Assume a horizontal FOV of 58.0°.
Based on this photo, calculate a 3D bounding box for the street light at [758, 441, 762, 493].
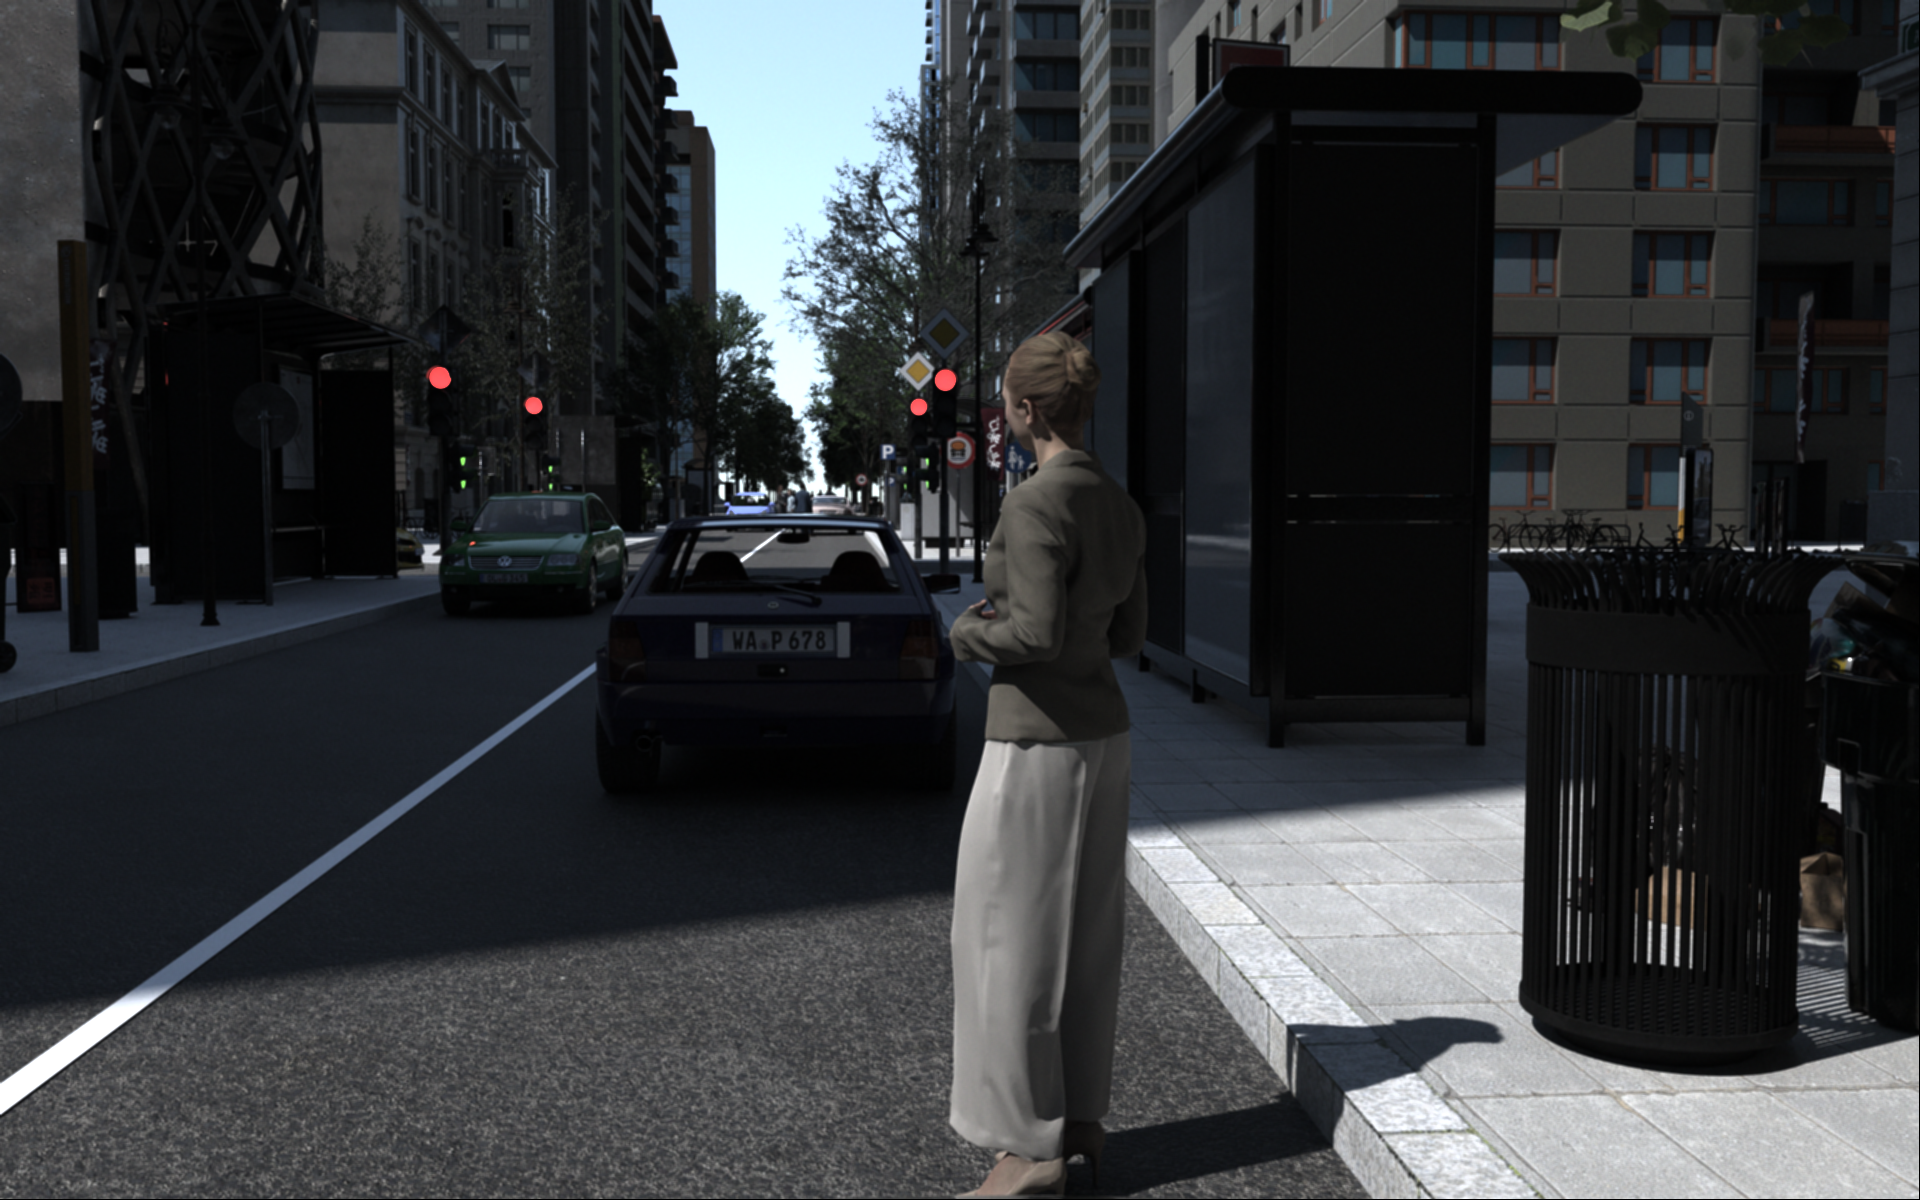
[{"bbox_3d":[-16.639,-10.449,143.621,0.468,5.910,1.993,0,4,-4],"label":"street light"}]

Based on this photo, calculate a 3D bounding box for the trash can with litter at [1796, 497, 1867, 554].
[{"bbox_3d":[18.789,-1.608,37.346,2.233,1.210,1.678,1,4,14],"label":"trash can with litter"}]

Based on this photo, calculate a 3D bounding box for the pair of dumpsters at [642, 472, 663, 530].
[{"bbox_3d":[-11.638,-3.655,62.257,1.574,2.255,4.437,0,4,-4],"label":"pair of dumpsters"}]

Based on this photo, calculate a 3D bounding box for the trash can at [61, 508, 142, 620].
[{"bbox_3d":[-8.842,-0.381,17.881,0.748,1.137,0.748,0,3,0],"label":"trash can"}]

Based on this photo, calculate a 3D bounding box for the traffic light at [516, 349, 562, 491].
[{"bbox_3d":[-8.183,-2.732,33.596,0.839,4.253,0.868,0,4,-4],"label":"traffic light"}]

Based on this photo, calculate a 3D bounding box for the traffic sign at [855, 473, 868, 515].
[{"bbox_3d":[-6.063,-6.531,106.880,0.768,2.556,0.104,0,4,2],"label":"traffic sign"}]

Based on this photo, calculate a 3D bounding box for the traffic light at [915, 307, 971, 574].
[{"bbox_3d":[-0.257,-2.279,26.187,0.839,4.253,0.868,0,4,-4],"label":"traffic light"}]

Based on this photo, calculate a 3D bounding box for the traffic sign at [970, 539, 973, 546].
[{"bbox_3d":[0.286,-2.590,42.358,0.884,2.594,0.081,0,4,-1],"label":"traffic sign"}]

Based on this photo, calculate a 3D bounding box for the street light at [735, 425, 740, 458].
[{"bbox_3d":[-14.225,-8.402,110.161,0.468,5.910,1.993,0,4,-4],"label":"street light"}]

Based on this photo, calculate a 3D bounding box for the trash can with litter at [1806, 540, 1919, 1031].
[{"bbox_3d":[2.655,0.435,4.275,1.055,1.170,0.624,0,4,-3],"label":"trash can with litter"}]

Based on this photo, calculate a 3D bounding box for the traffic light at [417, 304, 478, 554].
[{"bbox_3d":[-7.597,-2.245,25.633,0.839,4.253,0.868,0,4,-4],"label":"traffic light"}]

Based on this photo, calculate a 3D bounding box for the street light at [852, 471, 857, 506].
[{"bbox_3d":[-8.955,-10.875,150.588,0.468,5.910,1.993,0,4,-4],"label":"street light"}]

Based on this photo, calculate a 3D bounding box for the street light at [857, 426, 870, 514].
[{"bbox_3d":[-6.552,-8.860,117.655,0.468,5.910,1.993,0,4,-4],"label":"street light"}]

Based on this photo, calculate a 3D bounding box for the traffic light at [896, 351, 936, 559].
[{"bbox_3d":[-0.843,-2.766,34.150,0.839,4.253,0.868,0,4,-4],"label":"traffic light"}]

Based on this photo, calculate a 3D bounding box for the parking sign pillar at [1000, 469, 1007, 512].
[{"bbox_3d":[2.294,-6.146,88.958,1.447,3.967,1.447,3,5,41],"label":"parking sign pillar"}]

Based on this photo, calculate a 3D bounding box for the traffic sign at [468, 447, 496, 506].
[{"bbox_3d":[-10.393,-2.172,37.646,0.606,2.300,0.079,0,4,1],"label":"traffic sign"}]

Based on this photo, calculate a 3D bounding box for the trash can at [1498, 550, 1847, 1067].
[{"bbox_3d":[1.642,0.464,4.063,0.748,1.137,0.748,0,3,0],"label":"trash can"}]

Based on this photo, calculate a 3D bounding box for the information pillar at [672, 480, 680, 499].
[{"bbox_3d":[-15.022,-5.327,91.580,0.304,2.012,0.304,1,4,21],"label":"information pillar"}]

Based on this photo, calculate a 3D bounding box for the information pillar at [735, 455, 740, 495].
[{"bbox_3d":[-13.232,-6.825,102.951,0.183,3.616,0.504,-2,4,-32],"label":"information pillar"}]

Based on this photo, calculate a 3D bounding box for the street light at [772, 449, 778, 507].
[{"bbox_3d":[-19.201,-12.518,177.458,0.468,5.910,1.993,0,4,-4],"label":"street light"}]

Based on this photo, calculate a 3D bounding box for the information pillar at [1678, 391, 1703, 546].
[{"bbox_3d":[16.624,-2.941,39.435,0.504,3.616,0.183,0,4,-2],"label":"information pillar"}]

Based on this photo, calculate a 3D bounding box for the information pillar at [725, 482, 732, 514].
[{"bbox_3d":[-13.867,-6.066,103.672,0.304,2.012,0.304,-3,5,-39],"label":"information pillar"}]

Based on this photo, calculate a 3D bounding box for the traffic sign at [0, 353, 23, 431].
[{"bbox_3d":[-8.484,-0.911,15.002,0.768,2.556,0.104,0,4,5],"label":"traffic sign"}]

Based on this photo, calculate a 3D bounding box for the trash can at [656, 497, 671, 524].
[{"bbox_3d":[-12.640,-3.785,73.546,0.748,1.137,0.748,0,3,0],"label":"trash can"}]

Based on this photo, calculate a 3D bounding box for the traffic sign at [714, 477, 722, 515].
[{"bbox_3d":[-15.143,-6.511,107.642,0.795,2.450,0.064,0,4,-3],"label":"traffic sign"}]

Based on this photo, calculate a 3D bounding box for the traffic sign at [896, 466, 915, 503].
[{"bbox_3d":[-1.948,-3.882,63.571,0.768,2.556,0.104,0,4,2],"label":"traffic sign"}]

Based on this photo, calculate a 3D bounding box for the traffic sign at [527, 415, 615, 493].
[{"bbox_3d":[-10.065,-3.116,44.811,2.265,3.308,0.079,0,4,-1],"label":"traffic sign"}]

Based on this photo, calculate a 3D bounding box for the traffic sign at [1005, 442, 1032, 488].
[{"bbox_3d":[1.377,-2.599,42.592,0.768,2.556,0.104,0,4,0],"label":"traffic sign"}]

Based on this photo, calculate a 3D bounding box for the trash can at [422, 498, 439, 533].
[{"bbox_3d":[-17.547,-2.820,57.754,0.748,1.137,0.748,0,3,0],"label":"trash can"}]

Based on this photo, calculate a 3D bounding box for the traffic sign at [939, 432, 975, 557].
[{"bbox_3d":[-0.039,-2.157,35.369,0.768,2.556,0.104,0,4,0],"label":"traffic sign"}]

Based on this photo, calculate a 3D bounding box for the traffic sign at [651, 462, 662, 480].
[{"bbox_3d":[-12.368,-4.249,69.572,0.768,2.556,0.104,0,4,1],"label":"traffic sign"}]

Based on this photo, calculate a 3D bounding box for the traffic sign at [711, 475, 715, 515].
[{"bbox_3d":[-15.556,-6.629,108.482,0.768,2.556,0.104,0,4,-3],"label":"traffic sign"}]

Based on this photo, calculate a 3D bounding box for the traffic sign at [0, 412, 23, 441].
[{"bbox_3d":[-9.479,-0.957,16.832,0.795,2.450,0.064,0,4,4],"label":"traffic sign"}]

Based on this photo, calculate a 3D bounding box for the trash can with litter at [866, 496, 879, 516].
[{"bbox_3d":[-4.546,-4.698,88.194,0.624,1.170,1.055,-2,4,-33],"label":"trash can with litter"}]

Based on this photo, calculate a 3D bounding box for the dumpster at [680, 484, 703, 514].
[{"bbox_3d":[-15.044,-5.583,97.032,1.264,1.857,1.865,0,4,-4],"label":"dumpster"}]

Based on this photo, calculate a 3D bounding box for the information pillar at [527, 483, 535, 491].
[{"bbox_3d":[-18.460,-4.298,74.760,0.304,2.012,0.304,1,4,12],"label":"information pillar"}]

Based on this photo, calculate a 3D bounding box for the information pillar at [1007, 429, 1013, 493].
[{"bbox_3d":[1.739,-4.201,60.041,0.183,3.616,0.504,1,4,21],"label":"information pillar"}]

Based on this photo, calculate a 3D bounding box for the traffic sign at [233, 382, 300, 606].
[{"bbox_3d":[-7.928,-1.205,19.808,0.768,2.556,0.104,0,4,1],"label":"traffic sign"}]

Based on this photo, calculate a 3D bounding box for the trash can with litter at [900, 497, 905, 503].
[{"bbox_3d":[-2.362,-3.669,71.381,0.624,1.170,1.055,1,4,20],"label":"trash can with litter"}]

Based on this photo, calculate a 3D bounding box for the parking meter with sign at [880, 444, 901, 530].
[{"bbox_3d":[-2.369,-3.979,61.314,0.543,3.016,1.738,1,4,10],"label":"parking meter with sign"}]

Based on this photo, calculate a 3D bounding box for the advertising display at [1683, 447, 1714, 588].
[{"bbox_3d":[10.234,-1.150,24.014,0.123,1.923,0.974,3,4,37],"label":"advertising display"}]
